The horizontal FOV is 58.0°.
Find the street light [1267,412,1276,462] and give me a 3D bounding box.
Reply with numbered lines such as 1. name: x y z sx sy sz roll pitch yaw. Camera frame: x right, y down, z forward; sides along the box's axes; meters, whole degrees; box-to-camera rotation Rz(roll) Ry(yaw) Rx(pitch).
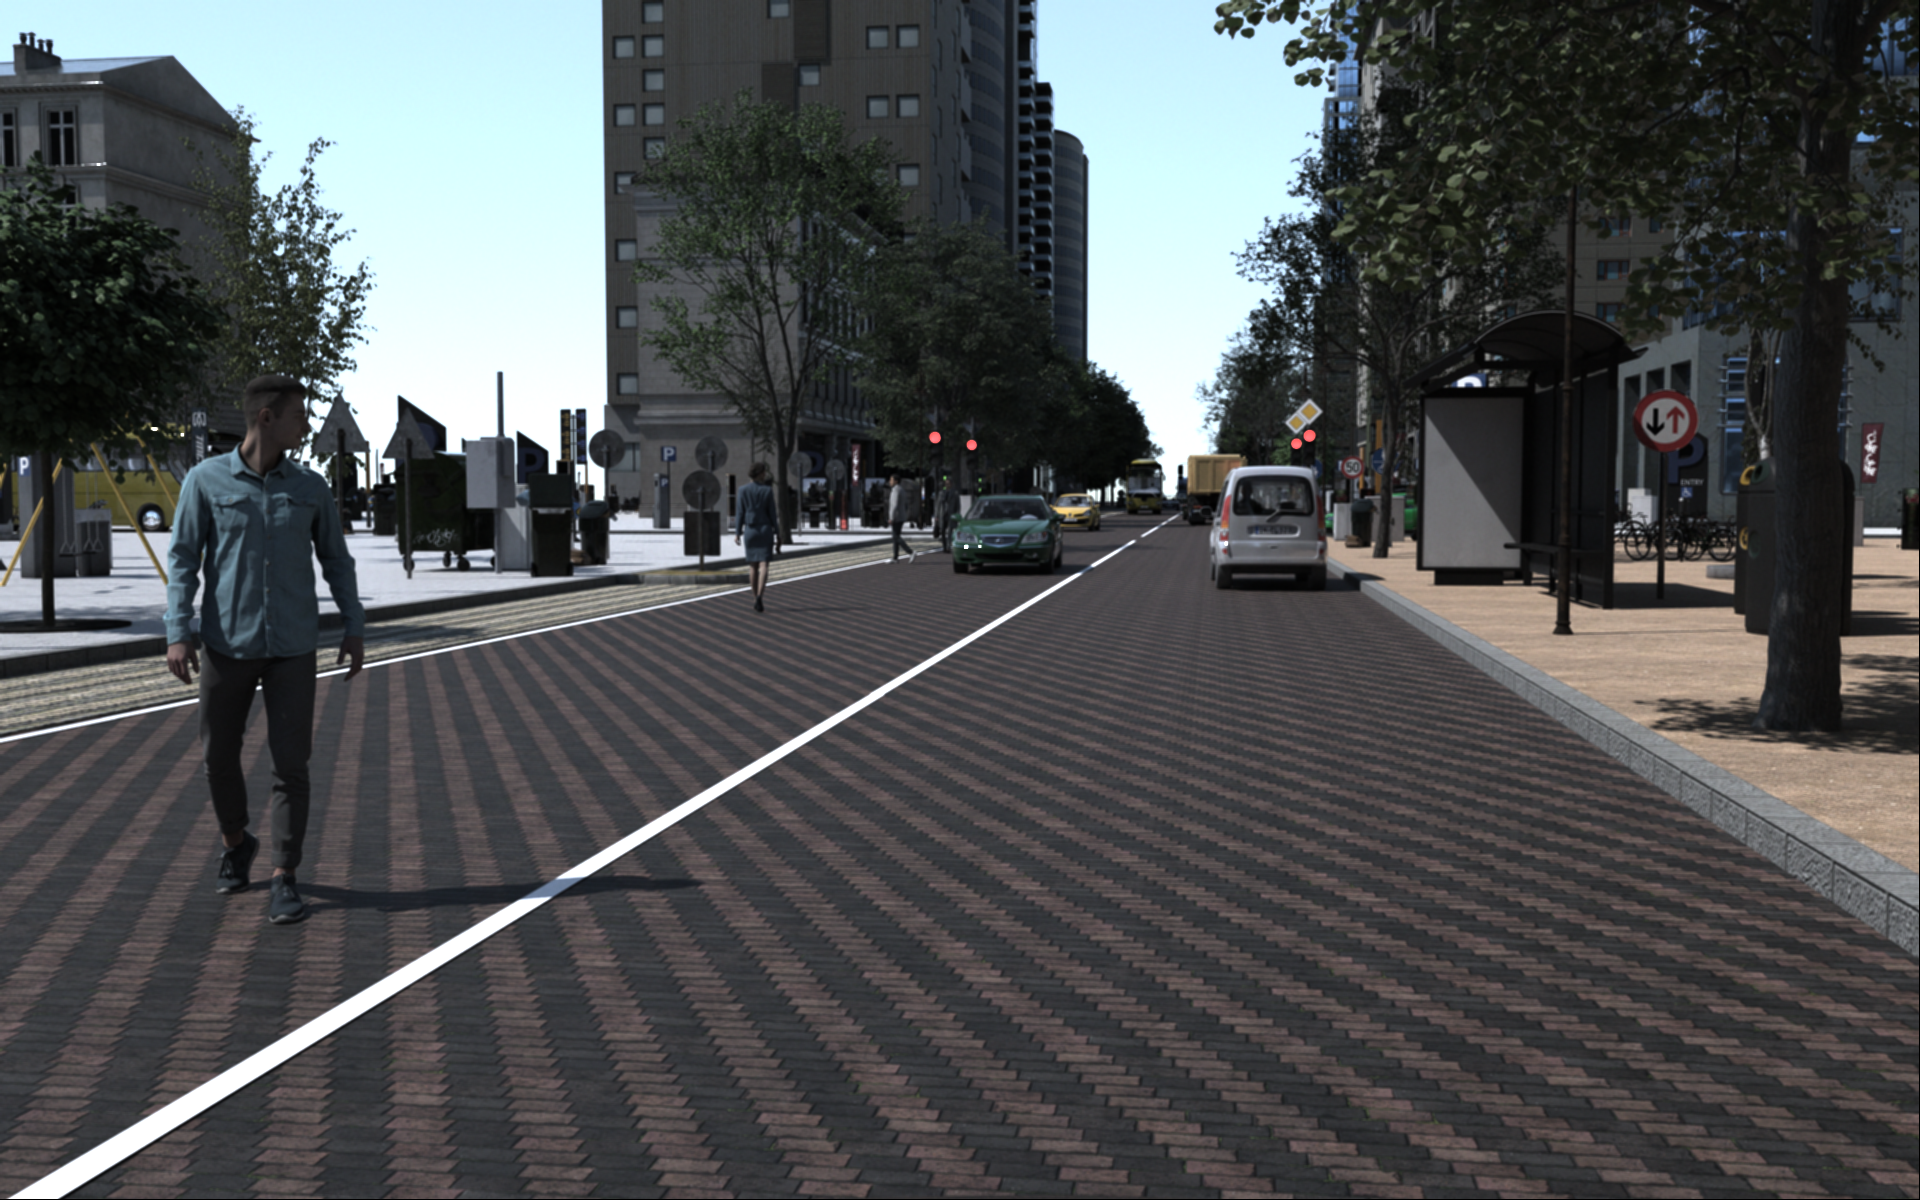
1. street light: 17.472 -7.615 97.285 0.468 5.910 1.993 1 4 8

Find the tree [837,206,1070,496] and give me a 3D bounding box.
1. tree: -0.289 -10.355 75.958 9.857 13.997 8.962 0 3 0

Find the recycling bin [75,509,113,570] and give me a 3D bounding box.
1. recycling bin: -14.989 -1.054 29.792 0.722 1.027 0.722 -2 4 -26

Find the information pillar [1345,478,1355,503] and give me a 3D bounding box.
1. information pillar: 18.203 -4.671 80.869 0.304 2.012 0.304 -3 5 -41

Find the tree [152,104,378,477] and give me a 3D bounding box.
1. tree: -13.054 -5.058 33.058 4.737 8.622 4.395 0 3 0

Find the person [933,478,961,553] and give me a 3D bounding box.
1. person: -0.332 -2.058 42.255 0.694 1.812 0.767 1 4 16

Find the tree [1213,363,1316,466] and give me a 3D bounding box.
1. tree: 22.120 -12.218 125.518 9.928 11.665 9.643 0 3 0

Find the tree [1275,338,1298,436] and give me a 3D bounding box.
1. tree: 14.663 -7.368 70.830 4.360 8.622 3.978 0 3 0

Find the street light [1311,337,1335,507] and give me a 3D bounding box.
1. street light: 10.599 -4.746 50.387 0.468 5.910 1.993 1 4 8

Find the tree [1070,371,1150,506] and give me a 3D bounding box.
1. tree: 14.683 -16.644 178.782 9.857 13.997 8.962 0 3 0

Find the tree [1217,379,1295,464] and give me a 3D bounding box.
1. tree: 28.459 -15.143 164.601 9.611 12.733 9.660 0 3 0

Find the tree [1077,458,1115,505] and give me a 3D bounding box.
1. tree: 12.227 -10.550 156.199 4.285 4.588 4.351 0 3 0

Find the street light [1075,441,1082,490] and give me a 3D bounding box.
1. street light: 9.515 -10.024 136.682 0.468 5.910 1.993 1 4 8

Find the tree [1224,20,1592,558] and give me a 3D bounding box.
1. tree: 8.719 -6.106 34.240 7.601 10.594 8.767 2 4 32

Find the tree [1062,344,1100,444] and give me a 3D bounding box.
1. tree: 5.309 -11.608 115.552 9.928 11.665 9.643 0 3 0

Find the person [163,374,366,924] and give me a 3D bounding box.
1. person: -2.408 0.142 6.045 0.638 1.841 0.748 -1 4 -18

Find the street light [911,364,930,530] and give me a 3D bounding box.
1. street light: -1.397 -5.446 61.830 0.468 5.910 1.993 1 4 8

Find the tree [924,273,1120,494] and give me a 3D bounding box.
1. tree: 2.106 -10.534 89.239 9.611 12.733 9.660 0 3 0

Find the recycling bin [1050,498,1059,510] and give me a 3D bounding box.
1. recycling bin: 6.537 -6.298 115.534 0.722 1.027 0.722 3 5 41

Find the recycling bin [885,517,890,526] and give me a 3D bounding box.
1. recycling bin: -3.345 -3.529 70.259 0.722 1.027 0.722 3 4 39

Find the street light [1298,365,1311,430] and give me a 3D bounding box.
1. street light: 12.374 -5.469 62.204 0.468 5.910 1.993 1 4 8

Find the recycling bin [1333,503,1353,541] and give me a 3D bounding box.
1. recycling bin: 10.640 -2.141 47.555 0.722 1.027 0.722 1 4 10

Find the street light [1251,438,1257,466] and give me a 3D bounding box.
1. street light: 23.427 -10.132 138.441 0.468 5.910 1.993 1 4 8

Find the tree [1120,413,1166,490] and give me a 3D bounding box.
1. tree: 22.682 -19.212 231.118 9.611 12.733 9.660 0 3 0

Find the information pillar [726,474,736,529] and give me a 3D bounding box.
1. information pillar: -8.492 -3.658 64.306 0.304 2.012 0.304 -2 4 -25

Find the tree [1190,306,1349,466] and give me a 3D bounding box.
1. tree: 19.921 -12.361 112.469 12.009 13.543 11.850 0 3 0

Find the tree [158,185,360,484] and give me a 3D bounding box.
1. tree: -16.119 -5.555 41.191 4.360 8.622 3.978 0 3 0

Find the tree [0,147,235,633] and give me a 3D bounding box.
1. tree: -8.714 -2.002 16.450 4.285 4.588 4.351 0 3 0

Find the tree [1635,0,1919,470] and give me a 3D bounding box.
1. tree: 10.996 -4.443 23.005 4.360 8.622 3.978 0 3 0

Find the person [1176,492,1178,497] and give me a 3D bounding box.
1. person: 33.855 -15.927 269.614 1.217 1.736 0.721 -1 4 -17

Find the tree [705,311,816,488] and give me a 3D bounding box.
1. tree: -7.867 -7.218 68.370 4.360 8.622 3.978 0 3 0

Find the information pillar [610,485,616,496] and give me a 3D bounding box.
1. information pillar: -26.906 -7.943 134.354 0.304 2.012 0.304 1 4 16

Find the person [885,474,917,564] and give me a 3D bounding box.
1. person: -1.202 -1.669 35.634 0.795 1.843 0.661 1 4 21

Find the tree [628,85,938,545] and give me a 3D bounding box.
1. tree: -4.418 -7.209 43.616 9.928 11.665 9.643 0 3 0

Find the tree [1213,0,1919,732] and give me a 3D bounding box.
1. tree: 5.040 -5.575 9.271 7.486 12.596 7.792 0 3 0

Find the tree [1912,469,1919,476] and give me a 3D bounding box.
1. tree: 35.976 -4.202 63.303 1.663 3.219 1.824 0 3 0

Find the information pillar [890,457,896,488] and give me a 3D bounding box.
1. information pillar: -4.021 -6.890 104.005 0.183 3.616 0.504 3 4 38

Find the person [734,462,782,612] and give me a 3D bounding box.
1. person: -2.496 -0.776 21.211 0.581 1.822 0.654 1 4 11

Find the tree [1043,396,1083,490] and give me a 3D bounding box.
1. tree: 7.197 -10.761 126.307 4.360 8.622 3.978 0 3 0

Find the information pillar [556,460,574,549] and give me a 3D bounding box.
1. information pillar: -8.516 -2.009 37.342 0.304 2.012 0.304 0 4 1

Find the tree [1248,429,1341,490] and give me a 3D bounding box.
1. tree: 16.043 -5.911 80.361 4.285 4.588 4.351 0 3 0

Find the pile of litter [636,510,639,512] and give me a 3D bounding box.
1. pile of litter: -22.421 -6.651 122.710 1.176 0.858 1.719 -1 4 -23

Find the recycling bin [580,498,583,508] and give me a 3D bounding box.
1. recycling bin: -27.540 -6.835 124.304 0.722 1.027 0.722 -2 4 -34

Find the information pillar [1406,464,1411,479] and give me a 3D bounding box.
1. information pillar: 32.258 -8.151 124.616 0.183 3.616 0.504 3 5 42

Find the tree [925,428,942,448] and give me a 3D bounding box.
1. tree: -0.536 -10.494 121.941 4.737 8.622 4.395 0 3 0

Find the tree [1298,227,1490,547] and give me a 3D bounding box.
1. tree: 10.665 -5.595 41.835 4.360 8.622 3.978 0 3 0

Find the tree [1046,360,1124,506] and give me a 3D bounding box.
1. tree: 11.024 -13.963 146.420 7.486 12.596 7.792 0 3 0

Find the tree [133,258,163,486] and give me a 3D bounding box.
1. tree: -22.555 -6.122 50.462 4.360 8.622 3.978 0 3 0

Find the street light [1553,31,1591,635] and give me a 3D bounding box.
1. street light: 5.517 -2.623 15.668 0.468 5.910 1.993 1 4 8

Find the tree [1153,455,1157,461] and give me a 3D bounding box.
1. tree: 30.439 -20.337 282.869 4.737 8.622 4.395 0 3 0

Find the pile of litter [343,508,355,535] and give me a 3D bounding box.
1. pile of litter: -19.813 -2.512 55.044 1.176 0.858 1.719 0 4 -8
